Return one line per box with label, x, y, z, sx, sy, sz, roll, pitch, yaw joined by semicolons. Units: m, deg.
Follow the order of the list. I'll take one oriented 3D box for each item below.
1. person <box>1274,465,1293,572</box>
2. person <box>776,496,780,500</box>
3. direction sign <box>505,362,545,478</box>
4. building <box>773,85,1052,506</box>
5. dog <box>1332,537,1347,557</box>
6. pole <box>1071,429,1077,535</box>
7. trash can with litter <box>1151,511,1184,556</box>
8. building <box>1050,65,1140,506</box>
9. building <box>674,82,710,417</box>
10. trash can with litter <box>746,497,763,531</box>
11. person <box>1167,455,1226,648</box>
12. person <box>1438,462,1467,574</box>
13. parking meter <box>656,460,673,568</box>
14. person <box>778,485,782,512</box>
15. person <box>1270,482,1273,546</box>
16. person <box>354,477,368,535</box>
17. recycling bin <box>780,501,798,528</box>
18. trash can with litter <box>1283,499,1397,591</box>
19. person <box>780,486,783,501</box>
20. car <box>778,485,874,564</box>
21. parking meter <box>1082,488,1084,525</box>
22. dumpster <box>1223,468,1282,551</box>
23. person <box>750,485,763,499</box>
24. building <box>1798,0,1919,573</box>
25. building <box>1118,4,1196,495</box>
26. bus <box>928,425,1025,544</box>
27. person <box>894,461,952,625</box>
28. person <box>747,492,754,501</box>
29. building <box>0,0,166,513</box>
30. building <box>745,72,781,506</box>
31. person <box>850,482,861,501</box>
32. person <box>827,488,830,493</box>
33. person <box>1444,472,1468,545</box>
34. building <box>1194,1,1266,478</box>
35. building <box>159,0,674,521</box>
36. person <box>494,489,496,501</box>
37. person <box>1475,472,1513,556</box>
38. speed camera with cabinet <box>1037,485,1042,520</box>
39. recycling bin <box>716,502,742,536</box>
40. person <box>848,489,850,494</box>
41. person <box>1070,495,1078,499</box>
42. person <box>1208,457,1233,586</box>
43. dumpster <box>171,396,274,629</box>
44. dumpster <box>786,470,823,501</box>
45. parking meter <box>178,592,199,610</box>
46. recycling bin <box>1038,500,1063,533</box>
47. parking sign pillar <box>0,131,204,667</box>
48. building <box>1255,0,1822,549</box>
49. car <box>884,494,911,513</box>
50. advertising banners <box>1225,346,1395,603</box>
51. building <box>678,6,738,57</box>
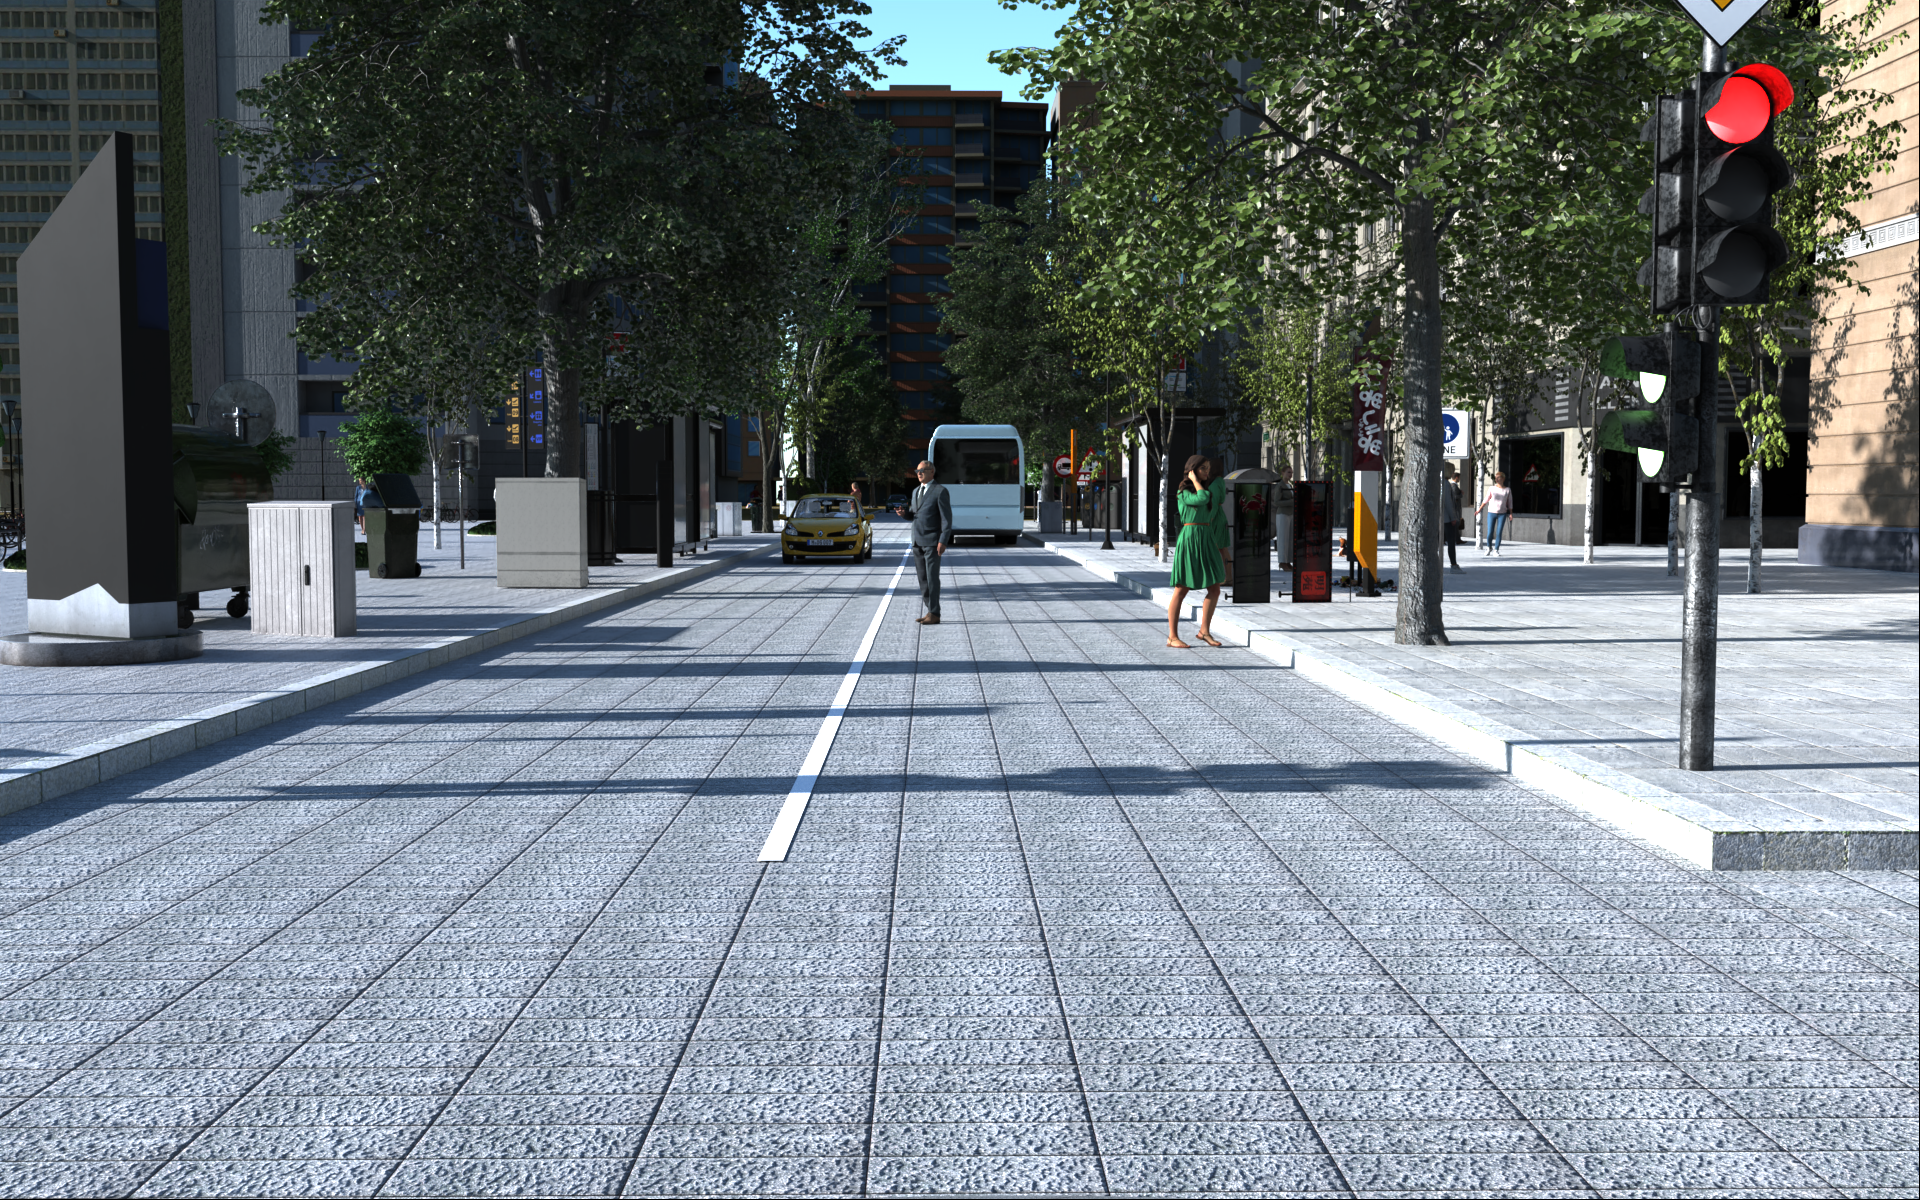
person;5.430;-1.351;28.678;0.362;1.759;0.519;3;4;38
person;-11.276;-6.396;110.716;0.705;1.812;1.348;2;4;28
direction sign;-7.523;-2.323;29.981;0.876;3.537;0.379;2;4;29
building;-4.979;-32.648;188.411;28.867;44.769;22.147;0;4;-1
dog;7.873;-1.078;35.357;0.550;0.427;0.748;1;4;10
pole;3.592;-3.716;54.606;0.158;3.312;0.155;0;3;0
trash can with litter;4.438;-1.483;35.633;1.055;1.170;0.624;1;4;8
building;17.164;-32.691;184.611;14.200;45.320;14.600;0;4;-1
building;-24.911;-21.197;118.274;14.160;30.474;14.107;0;4;-1
trash can with litter;-6.924;-2.980;60.107;0.624;1.170;1.055;1;4;21
person;2.190;-0.452;16.139;0.529;1.795;0.600;2;4;31
person;7.807;-1.332;27.998;0.728;1.800;0.709;0;4;3
parking meter;-5.174;-1.505;30.326;0.255;1.863;0.399;-1;4;-13
person;-9.365;-5.208;91.720;0.721;1.766;1.217;-2;4;-30
person;7.509;-2.160;42.369;0.522;1.701;0.512;-1;4;-13
person;-18.720;-2.955;54.386;0.581;1.822;0.654;0;4;-3
recycling bin;-6.451;-3.299;66.500;0.722;1.027;0.722;1;4;18
trash can with litter;5.435;-0.782;23.842;1.678;1.210;2.233;0;4;0
person;-9.039;-4.974;88.291;0.530;1.710;0.541;1;4;21
car;-2.801;-1.629;36.858;2.015;1.641;3.980;0;4;1
parking meter;5.245;-3.879;71.841;0.372;1.533;0.369;0;3;0
dumpster;6.629;-2.058;39.414;1.264;1.857;1.865;0;4;-1
person;-12.344;-6.061;105.072;0.705;1.831;1.348;2;4;31
building;25.268;-14.608;24.743;20.117;28.700;13.634;0;4;-1
building;24.759;-31.342;132.053;23.786;49.044;30.456;0;4;-1
bus;0.387;-3.530;52.578;2.948;3.499;13.247;0;4;0
person;-0.411;-0.643;19.196;0.590;1.801;0.661;-3;5;-45
person;-13.547;-6.352;113.123;0.991;1.433;0.599;-3;5;-44
building;-58.726;-26.836;130.643;23.993;40.220;32.217;0;4;-1
building;-26.755;-32.674;184.323;14.200;45.320;14.600;0;4;-1
person;-3.459;-2.985;57.283;0.573;1.828;0.580;-1;4;-22
person;-9.326;-7.141;122.928;0.705;1.807;1.348;1;4;15
person;12.497;-2.316;43.877;0.822;1.834;0.622;-1;4;-11
building;24.515;-34.222;101.531;21.231;58.520;28.212;0;4;-1
building;-28.471;-33.870;95.770;21.231;58.520;28.212;0;4;-1
person;-17.417;-3.658;65.949;0.679;1.850;0.850;0;4;8
person;11.033;-1.783;35.860;0.731;1.740;0.598;0;4;7
speed camera with cabinet;4.017;-5.363;82.021;0.660;3.252;2.038;0;4;-2
recycling bin;-7.118;-2.471;52.960;0.722;1.027;0.722;1;4;12
person;-6.629;-6.184;107.955;0.742;1.727;0.445;-3;5;-42
person;10.919;-9.368;162.379;1.217;1.736;0.721;0;4;5
person;3.543;-1.082;23.985;0.529;1.795;0.600;0;4;6
dumpster;-7.862;-0.890;17.045;1.502;2.255;1.985;0;4;-1
dumpster;-6.365;-4.136;70.118;1.502;2.255;1.985;0;4;-1
parking meter;-8.653;-0.659;19.194;0.372;1.533;0.369;0;3;0
recycling bin;2.965;-2.707;56.811;0.722;1.027;0.722;0;4;-4
parking sign pillar;-6.714;-1.528;13.451;1.447;3.967;1.447;2;4;30
building;22.696;-17.424;61.299;17.030;29.872;44.131;0;4;-1
car;-4.811;-7.458;133.736;2.131;1.459;4.920;0;4;-1
advertising banners;4.136;-1.481;20.408;2.074;3.025;0.090;-1;4;-11
building;-25.562;-29.965;140.039;14.200;45.320;14.600;0;4;-1
